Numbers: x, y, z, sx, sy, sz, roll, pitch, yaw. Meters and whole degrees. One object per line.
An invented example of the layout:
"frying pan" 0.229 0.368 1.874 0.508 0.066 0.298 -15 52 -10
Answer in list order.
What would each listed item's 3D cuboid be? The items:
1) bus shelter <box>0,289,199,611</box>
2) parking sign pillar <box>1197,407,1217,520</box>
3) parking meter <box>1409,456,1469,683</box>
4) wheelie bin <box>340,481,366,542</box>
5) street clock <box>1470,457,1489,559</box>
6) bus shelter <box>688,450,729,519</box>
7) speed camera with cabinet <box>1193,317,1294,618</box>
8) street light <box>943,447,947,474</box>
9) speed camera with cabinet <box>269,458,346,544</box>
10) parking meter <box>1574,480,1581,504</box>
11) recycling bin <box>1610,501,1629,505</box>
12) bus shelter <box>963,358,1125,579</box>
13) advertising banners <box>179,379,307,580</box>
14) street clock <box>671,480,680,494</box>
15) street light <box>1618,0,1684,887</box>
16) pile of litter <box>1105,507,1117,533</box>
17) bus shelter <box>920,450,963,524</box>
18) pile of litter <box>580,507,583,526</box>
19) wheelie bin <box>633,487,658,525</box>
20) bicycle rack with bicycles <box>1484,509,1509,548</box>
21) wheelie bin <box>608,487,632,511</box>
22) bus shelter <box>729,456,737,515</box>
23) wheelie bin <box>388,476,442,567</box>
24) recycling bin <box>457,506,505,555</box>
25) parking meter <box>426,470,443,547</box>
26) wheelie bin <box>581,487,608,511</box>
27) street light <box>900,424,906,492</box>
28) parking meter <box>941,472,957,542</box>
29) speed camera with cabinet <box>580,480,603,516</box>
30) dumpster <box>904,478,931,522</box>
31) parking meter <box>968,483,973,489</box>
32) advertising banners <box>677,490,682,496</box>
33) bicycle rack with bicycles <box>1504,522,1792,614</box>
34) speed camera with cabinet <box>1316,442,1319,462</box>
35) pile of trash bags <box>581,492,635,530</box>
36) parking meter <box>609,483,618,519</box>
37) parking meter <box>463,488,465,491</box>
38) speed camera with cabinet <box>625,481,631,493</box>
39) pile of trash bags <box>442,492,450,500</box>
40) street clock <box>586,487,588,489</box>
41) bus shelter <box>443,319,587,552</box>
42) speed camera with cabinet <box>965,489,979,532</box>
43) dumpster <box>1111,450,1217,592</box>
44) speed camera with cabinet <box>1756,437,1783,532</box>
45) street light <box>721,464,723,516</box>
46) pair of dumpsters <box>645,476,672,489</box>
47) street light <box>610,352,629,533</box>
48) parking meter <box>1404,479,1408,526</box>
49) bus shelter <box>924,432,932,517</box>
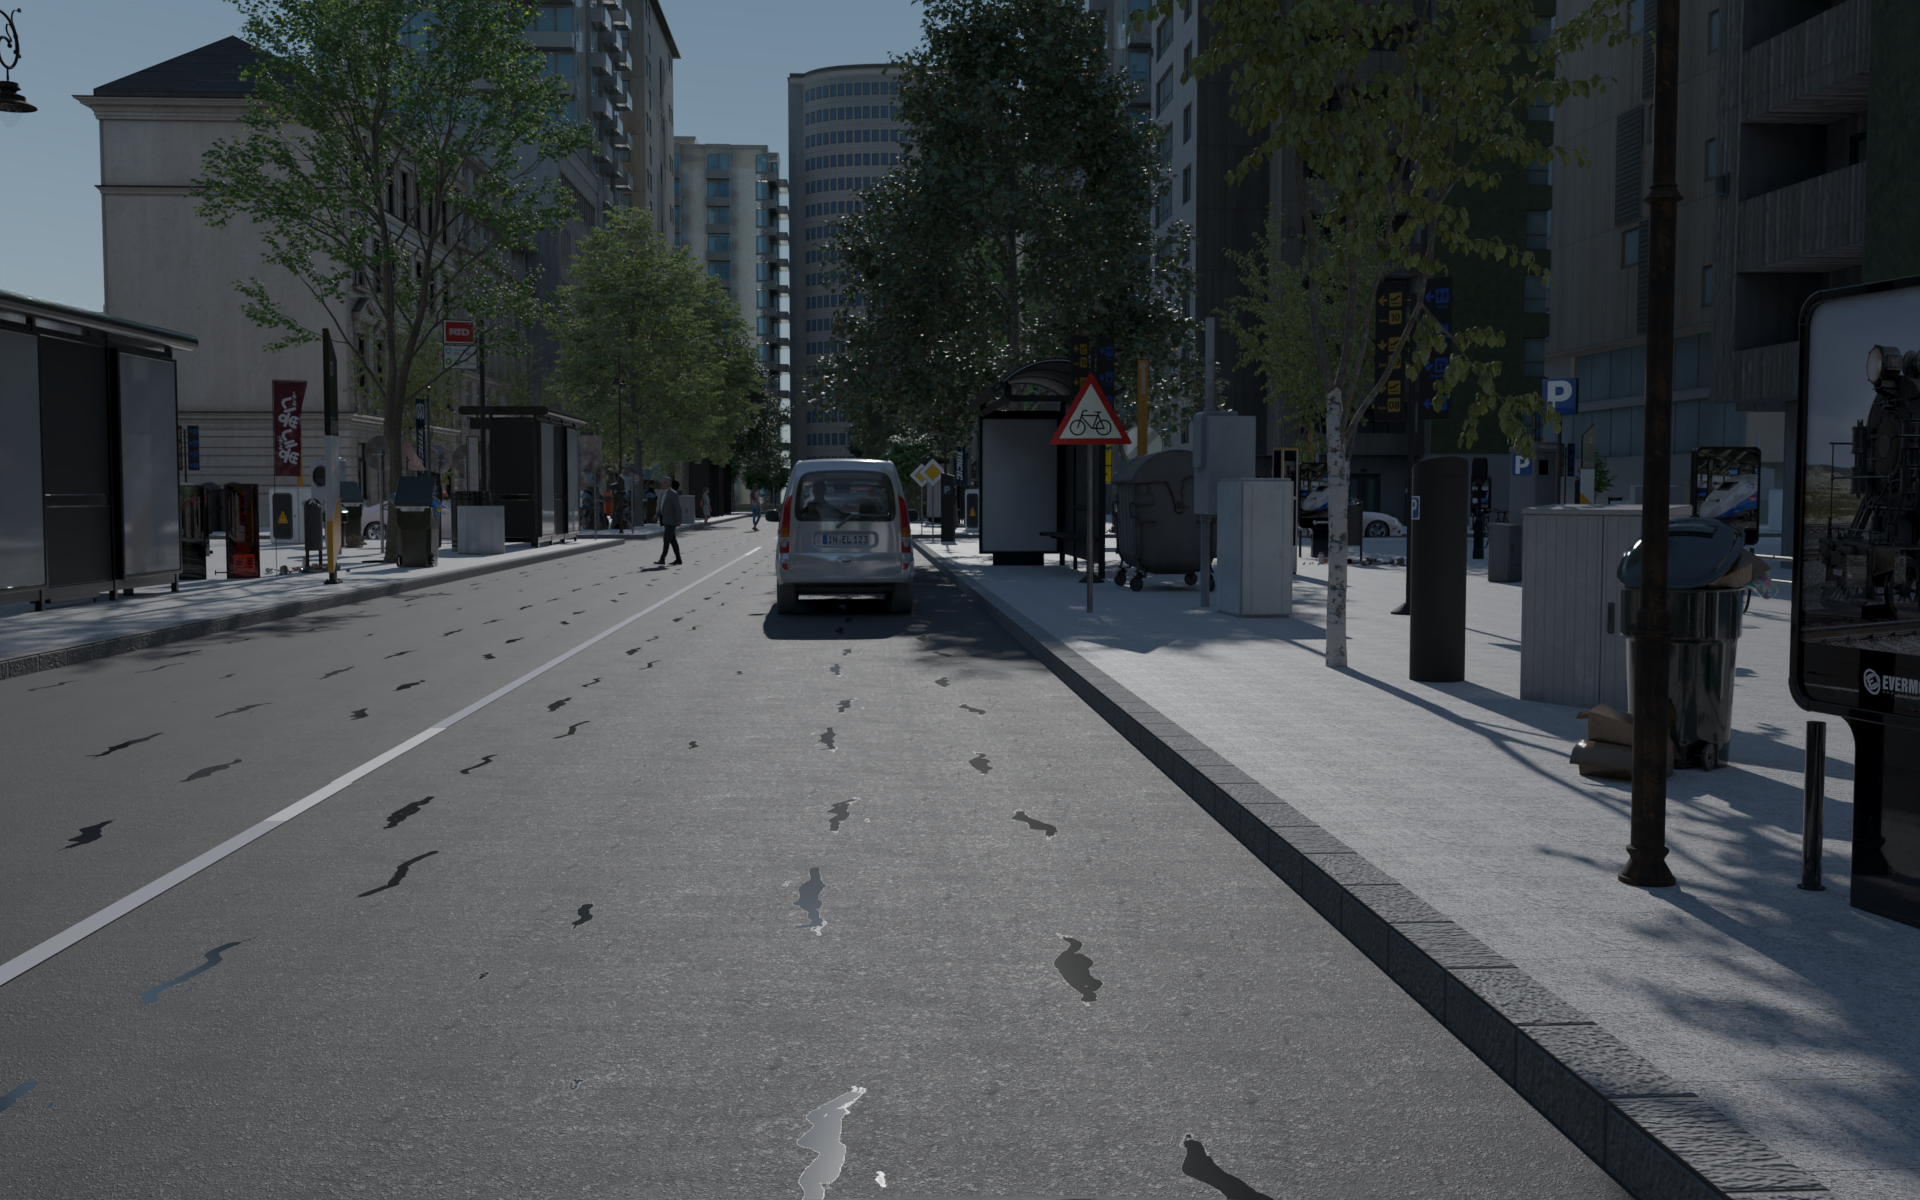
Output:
"bus shelter" -10.792 -2.486 18.280 2.179 5.291 8.768 0 4 -3
"parking sign pillar" 7.124 -3.669 48.460 1.447 3.967 1.447 -3 5 -43
"parking meter" 3.293 -0.214 11.915 0.372 1.533 0.369 0 3 0
"wheelie bin" -15.193 -2.129 42.723 0.693 1.594 0.980 3 5 42
"street clock" 10.240 -1.810 34.158 0.358 2.002 0.471 2 4 28
"bus shelter" -13.689 -6.226 93.079 1.731 3.624 6.357 0 4 -4
"speed camera with cabinet" 3.065 -1.499 18.841 0.660 3.252 2.038 0 4 -6
"street light" -0.403 -4.587 47.791 0.468 5.910 1.993 0 4 -3
"speed camera with cabinet" -16.670 -3.051 44.220 2.038 3.252 0.660 1 4 22
"parking meter" 25.396 -4.002 71.145 0.255 1.863 0.399 1 4 10
"recycling bin" 24.458 -3.135 63.818 0.722 1.027 0.722 -3 4 -36
"bus shelter" 1.280 -2.117 28.539 2.014 3.302 5.546 0 4 -4
"advertising banners" -10.905 -1.835 26.196 2.074 3.025 0.090 -2 4 -35
"street clock" -15.089 -5.338 91.841 0.471 2.002 0.358 -1 4 -10
"street light" 2.274 -2.004 5.555 0.468 5.910 1.993 0 4 -3
"pile of litter" 5.378 -2.630 56.965 1.176 0.858 1.719 -1 4 -9
"bus shelter" -0.597 -4.892 73.912 2.014 3.302 5.546 0 4 -3
"pile of litter" -15.454 -3.427 69.989 1.176 0.858 1.719 2 4 25
"wheelie bin" -13.622 -4.140 75.603 0.980 1.594 0.693 3 4 36
"bicycle rack with bicycles" 13.440 -1.702 41.211 2.925 0.926 2.852 -2 4 -29
"wheelie bin" -18.035 -5.136 91.886 0.693 1.594 0.980 3 5 43
"bus shelter" -14.639 -6.972 105.274 1.731 3.624 6.357 0 4 -3
"wheelie bin" -9.557 -1.379 30.459 0.980 1.594 0.693 0 4 -1
"recycling bin" -10.214 -1.492 36.941 0.722 1.027 0.722 3 4 36
"parking meter" -12.653 -2.195 41.604 0.399 1.863 0.255 -2 4 -29
"wheelie bin" -14.474 -3.679 68.060 0.693 1.594 0.980 1 4 16
"street light" -2.898 -7.113 89.084 0.468 5.910 1.993 0 4 -3
"parking meter" -0.304 -2.507 46.705 0.399 1.863 0.255 1 4 14
"speed camera with cabinet" -23.520 -7.023 109.169 2.038 3.252 0.660 1 4 23
"dumpster" -1.768 -4.668 78.821 1.502 2.255 1.985 0 4 -3
"parking meter" 0.562 -5.380 93.666 0.255 1.863 0.399 -1 4 -13
"advertising banners" -17.059 -6.656 105.008 0.090 3.025 2.074 -2 4 -28
"bicycle rack with bicycles" 7.787 -0.338 18.907 2.852 0.926 2.925 0 4 3
"speed camera with cabinet" 12.097 -3.918 58.401 0.660 3.252 2.038 1 4 22
"pile of trash bags" -13.031 -3.323 64.076 1.912 1.369 3.447 -1 4 -12
"parking meter" -18.041 -5.169 90.232 0.255 1.863 0.399 3 4 38
"parking meter" -13.332 -2.375 47.250 0.372 1.533 0.369 0 3 0
"speed camera with cabinet" -19.517 -6.725 104.297 0.660 3.252 2.038 1 4 14
"pile of trash bags" -19.221 -3.552 67.830 3.447 1.369 1.912 2 4 24
"street clock" -20.031 -5.467 93.959 0.471 2.002 0.358 1 4 9
"bus shelter" -10.942 -3.974 42.600 2.179 5.291 8.768 0 4 -3
"speed camera with cabinet" 0.985 -3.931 58.613 0.660 3.252 2.038 -3 4 -37
"dumpster" 2.788 -1.081 23.430 1.264 1.857 1.865 0 4 -3
"speed camera with cabinet" 27.916 -3.975 59.333 0.660 3.252 2.038 -1 4 -15
"street light" -13.618 -7.718 98.970 0.468 5.910 1.993 0 4 -3
"pair of dumpsters" -16.255 -5.535 92.995 1.574 2.255 4.437 0 4 -3
"street light" -11.098 -5.125 56.575 0.468 5.910 1.993 0 4 -3
"parking meter" 17.826 -3.853 68.708 0.255 1.863 0.399 -1 4 -18
"bus shelter" -1.952 -7.193 95.235 2.179 5.291 8.768 0 4 -3
